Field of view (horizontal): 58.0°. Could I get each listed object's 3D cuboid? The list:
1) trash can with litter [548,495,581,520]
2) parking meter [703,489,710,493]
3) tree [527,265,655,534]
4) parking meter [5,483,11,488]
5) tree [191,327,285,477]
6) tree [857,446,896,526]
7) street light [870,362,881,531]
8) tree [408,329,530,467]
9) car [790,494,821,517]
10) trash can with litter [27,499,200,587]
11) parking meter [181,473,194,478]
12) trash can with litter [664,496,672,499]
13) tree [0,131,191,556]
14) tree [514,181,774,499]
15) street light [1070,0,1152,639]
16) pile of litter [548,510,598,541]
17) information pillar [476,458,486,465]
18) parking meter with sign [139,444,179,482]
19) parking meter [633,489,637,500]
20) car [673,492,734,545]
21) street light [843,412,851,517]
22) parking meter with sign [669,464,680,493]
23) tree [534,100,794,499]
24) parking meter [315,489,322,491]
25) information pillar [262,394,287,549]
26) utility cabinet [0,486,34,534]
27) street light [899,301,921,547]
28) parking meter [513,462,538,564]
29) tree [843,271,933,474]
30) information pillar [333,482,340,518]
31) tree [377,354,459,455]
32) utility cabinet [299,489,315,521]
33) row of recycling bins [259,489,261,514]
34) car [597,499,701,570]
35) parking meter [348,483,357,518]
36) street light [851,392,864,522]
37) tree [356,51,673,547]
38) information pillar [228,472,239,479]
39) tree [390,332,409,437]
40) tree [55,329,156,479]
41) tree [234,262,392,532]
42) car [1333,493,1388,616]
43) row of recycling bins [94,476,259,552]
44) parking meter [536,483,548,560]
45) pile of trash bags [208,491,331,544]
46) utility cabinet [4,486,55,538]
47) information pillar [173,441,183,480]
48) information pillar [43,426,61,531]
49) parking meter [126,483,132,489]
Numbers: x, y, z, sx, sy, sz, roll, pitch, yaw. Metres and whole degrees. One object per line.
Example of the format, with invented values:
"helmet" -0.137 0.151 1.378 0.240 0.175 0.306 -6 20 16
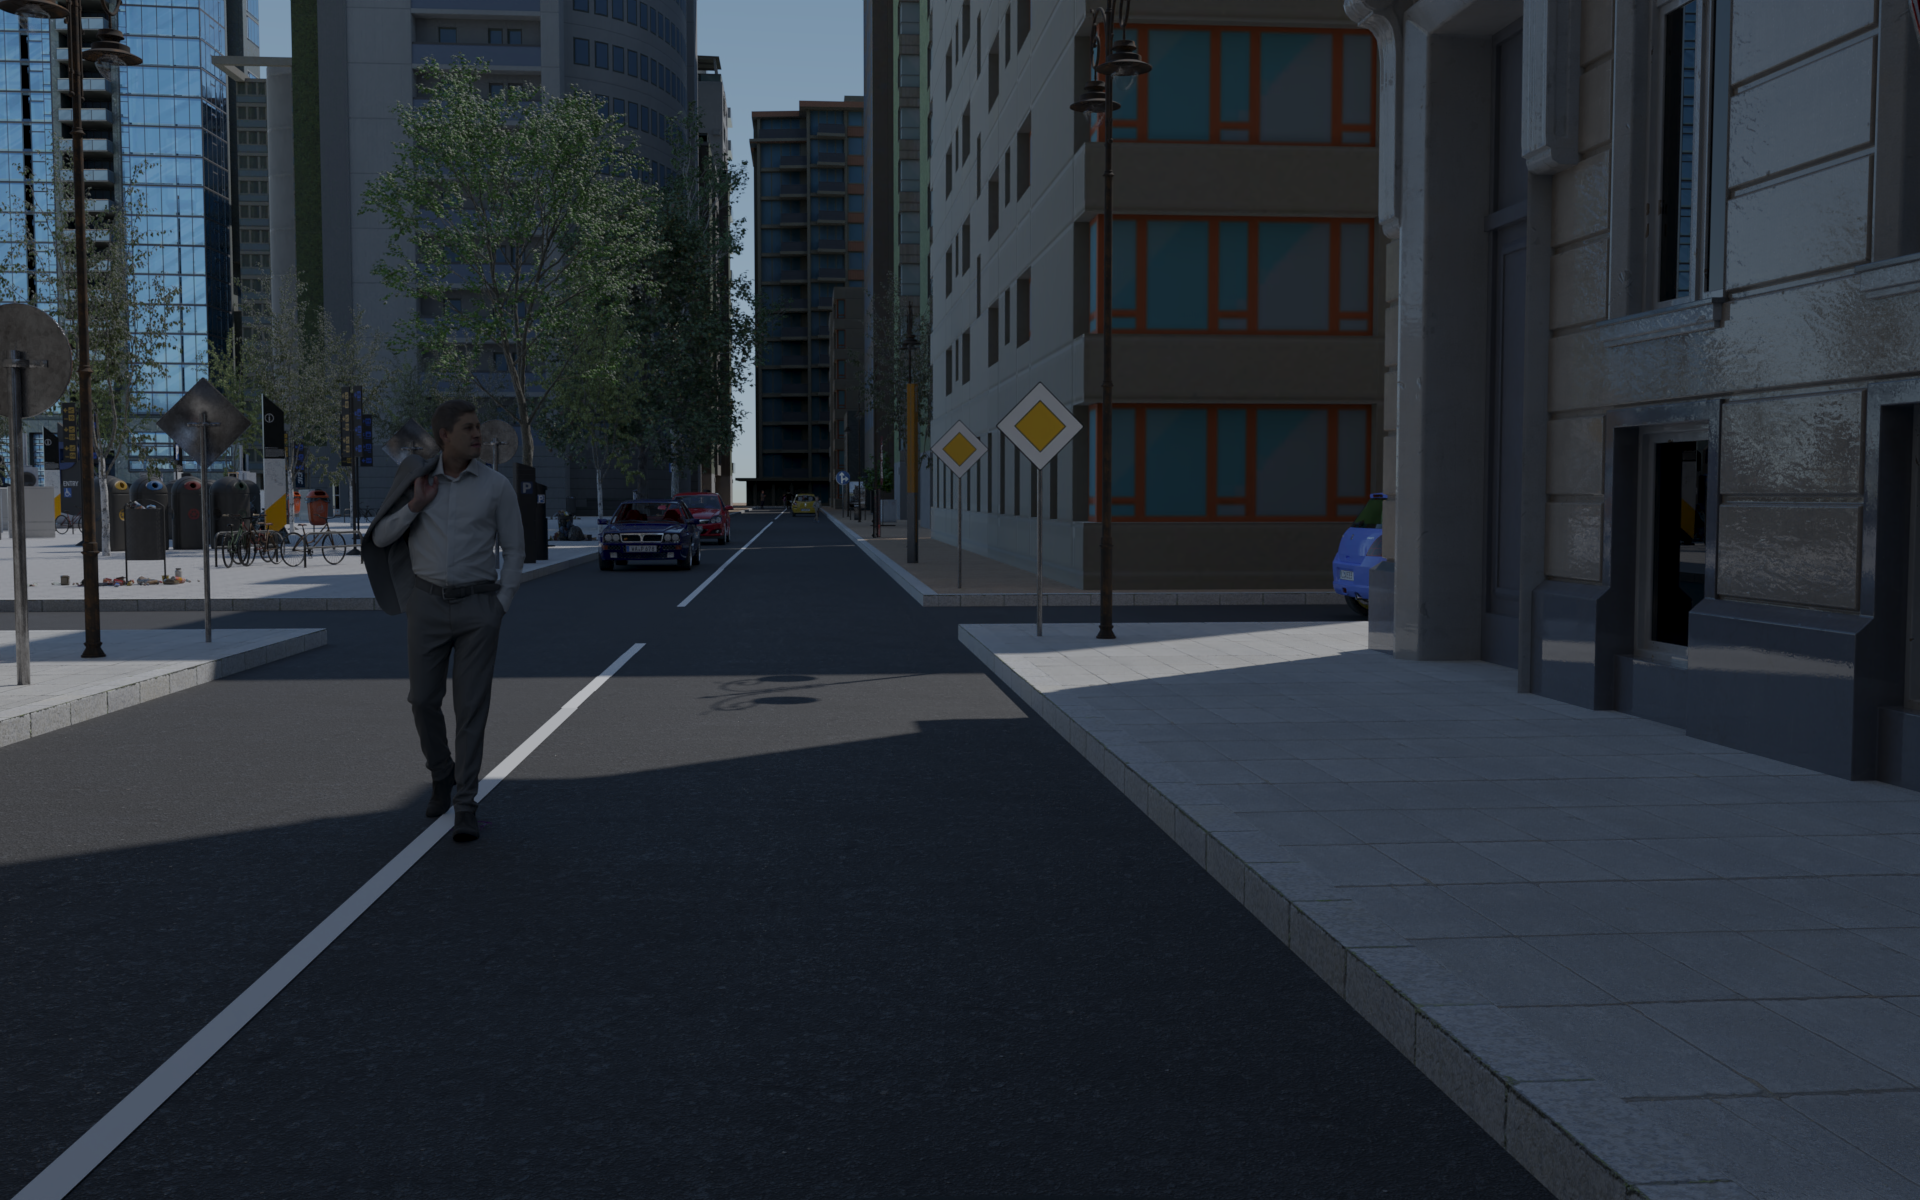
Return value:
"trash can with litter" -19.958 -4.647 87.041 2.233 1.210 1.678 -3 4 -38
"parking meter" -13.755 -5.244 94.155 0.372 1.533 0.369 0 3 0
"tree" -11.433 -6.369 54.495 4.737 8.622 4.395 0 3 0
"parking meter" -47.973 -4.989 87.284 0.399 1.863 0.255 0 4 -2
"tree" -32.443 -7.782 77.590 4.737 8.622 4.395 0 3 0
"tree" -3.042 -4.573 69.364 1.663 3.219 1.824 0 3 0
"street light" -2.935 -5.354 60.328 0.468 5.910 1.993 0 4 -5
"tree" -20.470 -7.489 72.801 4.360 8.622 3.978 0 3 0
"car" -9.909 -6.166 111.043 2.015 1.641 3.980 0 4 -5
"trash can with litter" -11.965 -0.826 24.555 2.233 1.210 1.678 -1 4 -17
"parking meter" -21.535 -2.607 48.333 0.255 1.863 0.399 -1 4 -9
"trash can with litter" -14.449 -4.485 84.717 0.624 1.170 1.055 2 4 30
"tree" -17.656 -5.201 35.398 4.360 8.622 3.978 0 3 0
"tree" -11.676 -8.970 63.660 9.611 12.733 9.660 0 3 0
"street light" 1.299 -2.595 15.215 0.468 5.910 1.993 0 4 -5
"pile of litter" -10.743 -2.058 47.608 1.719 0.858 1.176 2 4 35
"information pillar" -23.407 -5.711 84.732 0.504 3.616 0.183 0 4 -4
"parking meter with sign" -28.333 -3.940 60.680 1.738 3.016 0.543 -1 4 -15
"parking meter" -14.667 -4.294 78.616 0.372 1.533 0.369 0 3 0
"car" -7.622 -2.516 50.182 2.155 1.783 4.494 0 4 -5
"street light" -6.304 -7.625 97.451 0.468 5.910 1.993 0 4 -5
"parking meter with sign" -15.747 -6.109 96.144 0.543 3.016 1.738 0 4 -2
"tree" -14.610 -14.059 85.756 12.611 20.169 13.585 0 3 0
"parking meter" -31.416 -4.675 84.849 0.372 1.533 0.369 0 3 0
"information pillar" -16.116 -3.017 40.678 0.504 3.616 0.183 -3 4 -36
"utility cabinet" -32.633 -3.110 59.531 1.173 1.500 0.318 -1 4 -12
"street light" -1.205 -4.209 41.601 0.468 5.910 1.993 0 4 -5
"parking meter" -8.043 -1.612 32.063 0.399 1.863 0.255 -2 4 -33
"tree" -1.668 -6.498 56.601 4.360 8.622 3.978 0 3 0
"information pillar" -33.899 -5.484 94.158 0.304 2.012 0.304 -3 4 -36
"tree" -28.537 -8.649 91.775 4.737 8.622 4.395 0 3 0
"utility cabinet" -31.060 -4.506 82.352 0.318 1.500 1.173 -3 5 -44
"row of recycling bins" -21.759 -2.580 49.304 3.534 1.692 1.069 -1 4 -12
"car" -6.021 -1.297 33.778 1.945 1.354 3.894 0 4 -5
"parking meter" -32.743 -5.364 93.412 0.399 1.863 0.255 1 4 17
"street light" -4.562 -6.465 78.488 0.468 5.910 1.993 0 4 -5
"tree" -10.572 -7.093 41.733 9.928 11.665 9.643 0 3 0
"information pillar" -24.707 -3.331 58.953 0.304 2.012 0.304 -1 4 -15
"tree" -23.562 -7.083 66.177 4.360 8.622 3.978 0 3 0
"tree" -38.760 -7.814 78.125 4.737 8.622 4.395 0 3 0
"tree" -21.319 -6.425 55.408 4.360 8.622 3.978 0 3 0
"car" 6.169 -0.621 19.742 3.694 1.707 1.945 0 4 -6
"row of recycling bins" -18.156 -1.997 39.761 3.534 1.692 1.069 -3 5 -44
"parking meter" -8.202 -1.544 33.658 0.372 1.533 0.369 0 3 0
"pile of trash bags" -17.998 -2.145 44.817 3.447 1.369 1.912 -3 5 -44
"utility cabinet" -26.786 -2.524 49.946 1.173 1.500 0.318 -2 4 -34
"information pillar" -29.575 -4.537 65.539 0.183 3.616 0.504 0 4 7
"information pillar" -31.247 -4.172 59.572 0.504 3.616 0.183 -3 4 -39
"parking meter" -42.027 -5.022 87.820 0.399 1.863 0.255 -1 4 -20
